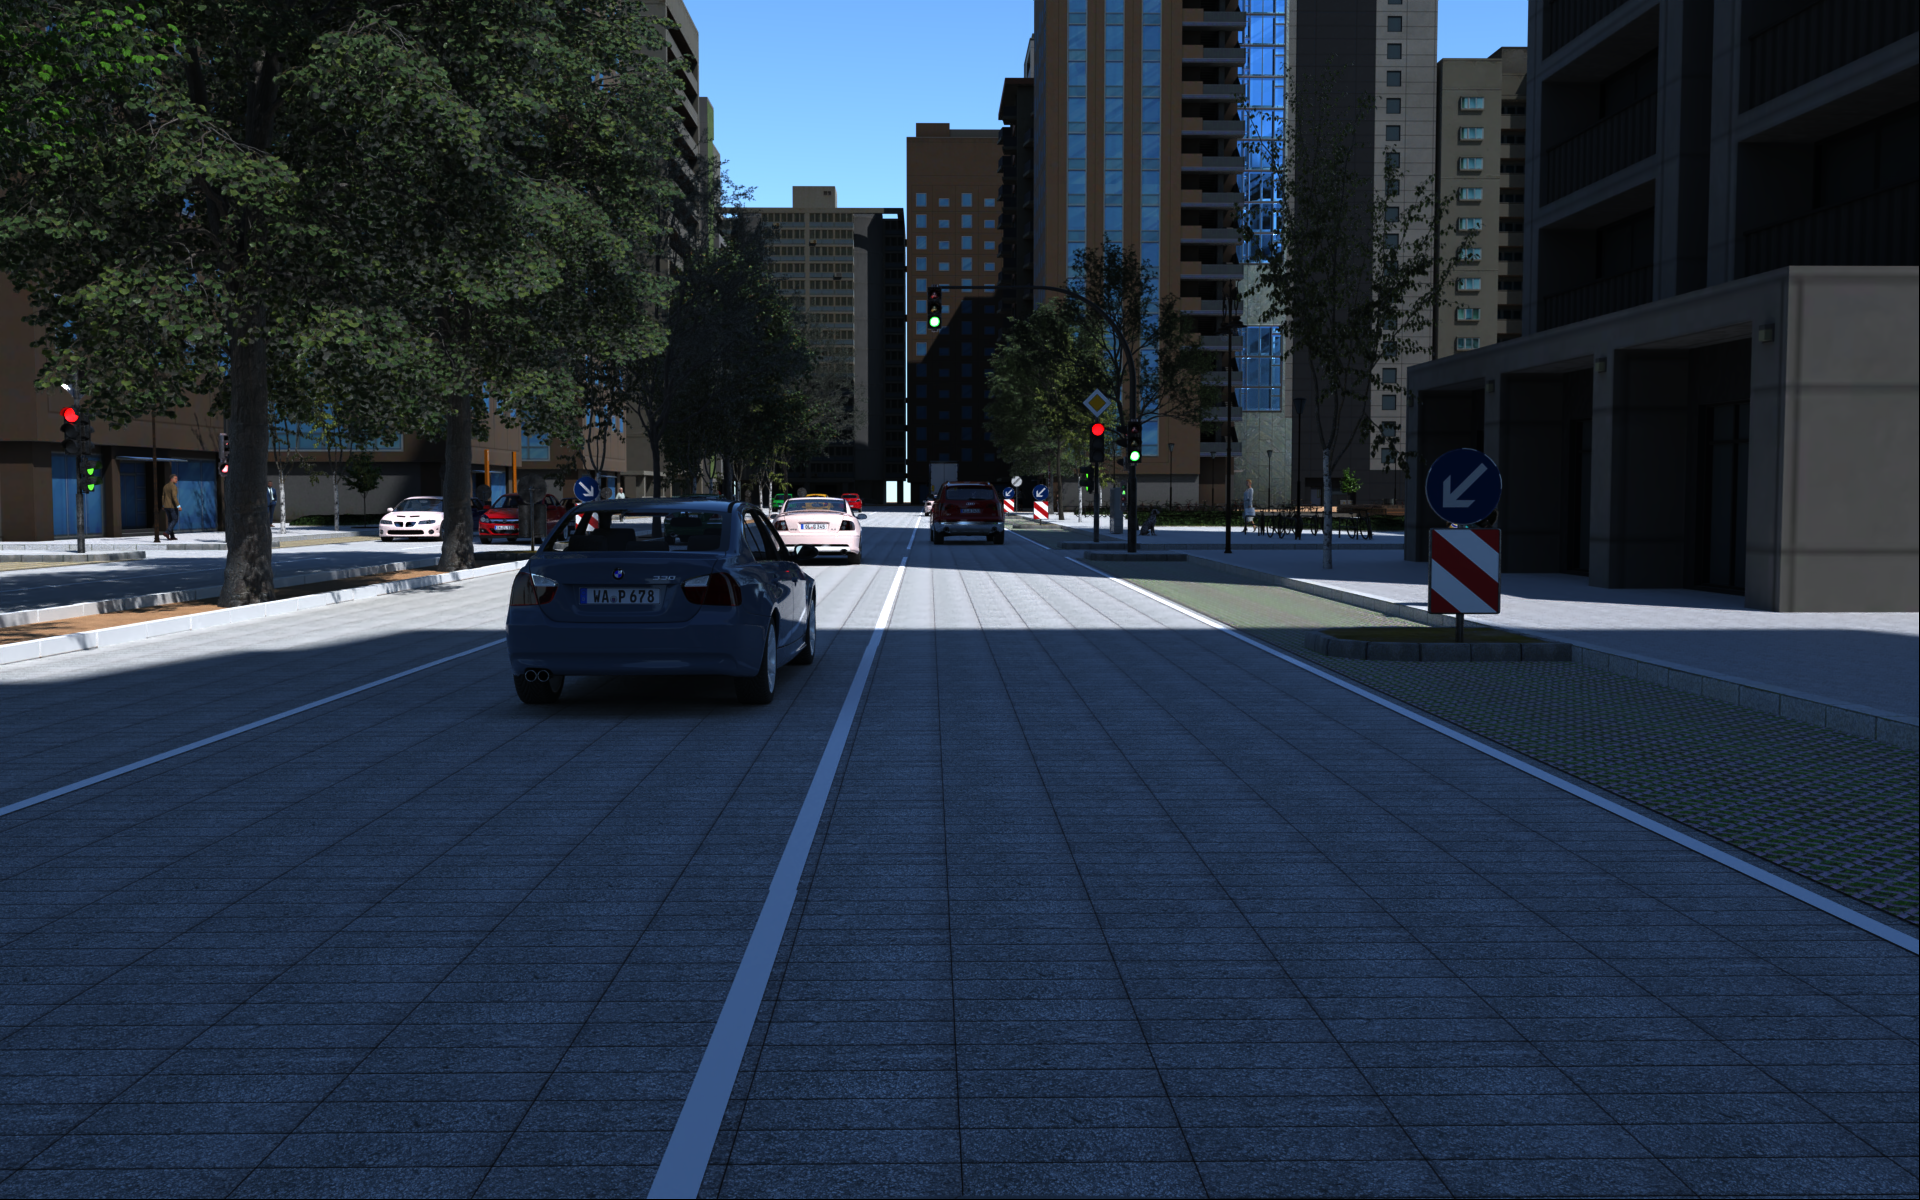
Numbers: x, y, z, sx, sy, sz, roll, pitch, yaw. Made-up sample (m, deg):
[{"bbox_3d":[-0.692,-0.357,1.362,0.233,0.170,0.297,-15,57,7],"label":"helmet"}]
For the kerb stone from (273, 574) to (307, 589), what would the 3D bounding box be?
[{"bbox_3d":[-10.406,-0.285,26.852,0.120,0.150,1.000,0,4,-1],"label":"kerb stone"}]

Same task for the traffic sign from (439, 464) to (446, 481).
[{"bbox_3d":[-21.446,-4.433,72.580,0.768,2.556,0.104,0,4,4],"label":"traffic sign"}]

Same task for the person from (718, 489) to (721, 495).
[{"bbox_3d":[-23.683,-10.016,169.767,0.705,1.831,1.348,1,4,18],"label":"person"}]

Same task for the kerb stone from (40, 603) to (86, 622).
[{"bbox_3d":[-10.266,0.161,19.675,0.120,0.150,1.000,0,4,-1],"label":"kerb stone"}]

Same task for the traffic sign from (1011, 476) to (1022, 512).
[{"bbox_3d":[3.956,-7.396,121.023,0.768,2.556,0.104,0,4,4],"label":"traffic sign"}]

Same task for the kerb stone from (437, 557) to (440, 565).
[{"bbox_3d":[-10.551,-0.787,35.061,0.120,0.150,1.000,0,4,-1],"label":"kerb stone"}]

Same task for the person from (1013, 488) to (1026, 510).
[{"bbox_3d":[4.678,-7.862,135.376,1.217,1.735,0.721,-3,4,-38],"label":"person"}]

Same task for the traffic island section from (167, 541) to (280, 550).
[{"bbox_3d":[-19.287,-1.431,45.684,2.009,0.180,2.903,0,4,-1],"label":"traffic island section"}]

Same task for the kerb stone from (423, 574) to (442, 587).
[{"bbox_3d":[-8.303,-0.289,26.927,0.120,0.150,1.000,0,4,-1],"label":"kerb stone"}]

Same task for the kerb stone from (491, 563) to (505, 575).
[{"bbox_3d":[-8.377,-0.540,31.018,0.120,0.150,1.000,0,4,-1],"label":"kerb stone"}]

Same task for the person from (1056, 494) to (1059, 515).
[{"bbox_3d":[6.009,-5.820,105.483,0.394,1.301,0.425,-2,4,-24],"label":"person"}]

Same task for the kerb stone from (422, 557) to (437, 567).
[{"bbox_3d":[-10.531,-0.724,34.034,0.120,0.150,1.000,0,4,-1],"label":"kerb stone"}]

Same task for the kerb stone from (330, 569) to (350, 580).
[{"bbox_3d":[-10.445,-0.410,28.897,0.120,0.150,1.000,0,4,-1],"label":"kerb stone"}]

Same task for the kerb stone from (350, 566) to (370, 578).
[{"bbox_3d":[-10.458,-0.473,29.929,0.120,0.150,1.000,0,4,-1],"label":"kerb stone"}]

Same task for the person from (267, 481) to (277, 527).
[{"bbox_3d":[-26.947,-3.750,67.534,0.419,1.800,0.721,2,4,35],"label":"person"}]

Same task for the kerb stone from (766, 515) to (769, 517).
[{"bbox_3d":[-11.891,-5.270,108.367,0.120,0.150,1.000,0,4,-1],"label":"kerb stone"}]

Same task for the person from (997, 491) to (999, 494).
[{"bbox_3d":[4.398,-11.738,200.431,0.705,1.823,1.348,1,4,14],"label":"person"}]

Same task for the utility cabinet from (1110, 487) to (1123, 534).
[{"bbox_3d":[5.047,-2.894,55.995,0.318,1.500,1.173,0,4,-2],"label":"utility cabinet"}]

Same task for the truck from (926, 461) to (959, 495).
[{"bbox_3d":[-1.487,-9.963,151.810,2.839,4.237,11.283,0,4,-2],"label":"truck"}]

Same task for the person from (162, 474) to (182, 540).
[{"bbox_3d":[-21.876,-2.576,48.067,0.656,1.842,0.836,0,4,2],"label":"person"}]

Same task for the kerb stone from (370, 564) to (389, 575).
[{"bbox_3d":[-10.477,-0.532,30.959,0.120,0.150,1.000,0,4,-1],"label":"kerb stone"}]

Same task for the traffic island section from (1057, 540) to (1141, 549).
[{"bbox_3d":[3.651,-1.457,46.096,2.009,0.180,2.903,0,4,-1],"label":"traffic island section"}]

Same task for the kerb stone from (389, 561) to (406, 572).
[{"bbox_3d":[-10.493,-0.599,31.986,0.120,0.150,1.000,0,4,-1],"label":"kerb stone"}]

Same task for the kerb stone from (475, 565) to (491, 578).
[{"bbox_3d":[-8.353,-0.470,29.997,0.120,0.150,1.000,0,4,-1],"label":"kerb stone"}]

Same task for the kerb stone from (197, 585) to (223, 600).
[{"bbox_3d":[-10.342,-0.097,23.786,0.120,0.150,1.000,0,4,-1],"label":"kerb stone"}]

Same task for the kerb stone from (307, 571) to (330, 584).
[{"bbox_3d":[-10.422,-0.347,27.876,0.120,0.150,1.000,0,4,-1],"label":"kerb stone"}]

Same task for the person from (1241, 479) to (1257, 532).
[{"bbox_3d":[9.740,-3.168,58.189,0.624,1.780,0.694,0,4,0],"label":"person"}]

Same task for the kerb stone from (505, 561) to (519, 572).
[{"bbox_3d":[-8.395,-0.603,32.049,0.120,0.150,1.000,0,4,-1],"label":"kerb stone"}]

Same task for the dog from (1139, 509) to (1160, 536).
[{"bbox_3d":[5.757,-2.408,53.746,0.800,0.831,0.513,2,4,27],"label":"dog"}]

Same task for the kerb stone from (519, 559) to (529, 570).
[{"bbox_3d":[-8.419,-0.662,33.071,0.120,0.150,1.000,0,4,-1],"label":"kerb stone"}]

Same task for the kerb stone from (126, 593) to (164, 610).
[{"bbox_3d":[-10.306,0.028,21.736,0.120,0.150,1.000,0,4,-1],"label":"kerb stone"}]

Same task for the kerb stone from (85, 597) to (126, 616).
[{"bbox_3d":[-10.289,0.092,20.699,0.120,0.150,1.000,0,4,-1],"label":"kerb stone"}]

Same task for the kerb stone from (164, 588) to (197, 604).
[{"bbox_3d":[-10.331,-0.031,22.762,0.120,0.150,1.000,0,4,-1],"label":"kerb stone"}]

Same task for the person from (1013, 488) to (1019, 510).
[{"bbox_3d":[4.455,-7.986,137.065,0.568,1.767,0.683,-1,4,-18],"label":"person"}]

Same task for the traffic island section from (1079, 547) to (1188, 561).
[{"bbox_3d":[3.797,-0.968,38.112,2.009,0.180,2.903,0,4,-1],"label":"traffic island section"}]

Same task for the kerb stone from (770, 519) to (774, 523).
[{"bbox_3d":[-9.420,-4.021,87.931,0.120,0.150,1.000,0,4,-1],"label":"kerb stone"}]

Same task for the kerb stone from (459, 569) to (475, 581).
[{"bbox_3d":[-8.342,-0.415,28.975,0.120,0.150,1.000,0,4,-1],"label":"kerb stone"}]

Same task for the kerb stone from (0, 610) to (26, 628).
[{"bbox_3d":[-10.255,0.217,18.652,0.120,0.150,1.000,0,4,-1],"label":"kerb stone"}]

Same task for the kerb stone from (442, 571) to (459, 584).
[{"bbox_3d":[-8.323,-0.343,27.954,0.120,0.150,1.000,0,4,-1],"label":"kerb stone"}]

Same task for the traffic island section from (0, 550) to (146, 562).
[{"bbox_3d":[-19.141,-0.943,37.700,2.009,0.180,2.903,0,4,-1],"label":"traffic island section"}]

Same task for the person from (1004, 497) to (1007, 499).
[{"bbox_3d":[4.207,-9.098,154.808,0.705,1.822,1.348,-1,4,-11],"label":"person"}]

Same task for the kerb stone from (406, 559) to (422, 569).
[{"bbox_3d":[-10.511,-0.661,33.008,0.120,0.150,1.000,0,4,-1],"label":"kerb stone"}]

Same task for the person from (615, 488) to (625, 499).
[{"bbox_3d":[-17.577,-4.921,89.441,0.515,1.767,0.782,2,4,33],"label":"person"}]

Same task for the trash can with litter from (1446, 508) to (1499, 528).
[{"bbox_3d":[5.775,-0.517,19.835,0.624,1.170,1.055,0,4,3],"label":"trash can with litter"}]
